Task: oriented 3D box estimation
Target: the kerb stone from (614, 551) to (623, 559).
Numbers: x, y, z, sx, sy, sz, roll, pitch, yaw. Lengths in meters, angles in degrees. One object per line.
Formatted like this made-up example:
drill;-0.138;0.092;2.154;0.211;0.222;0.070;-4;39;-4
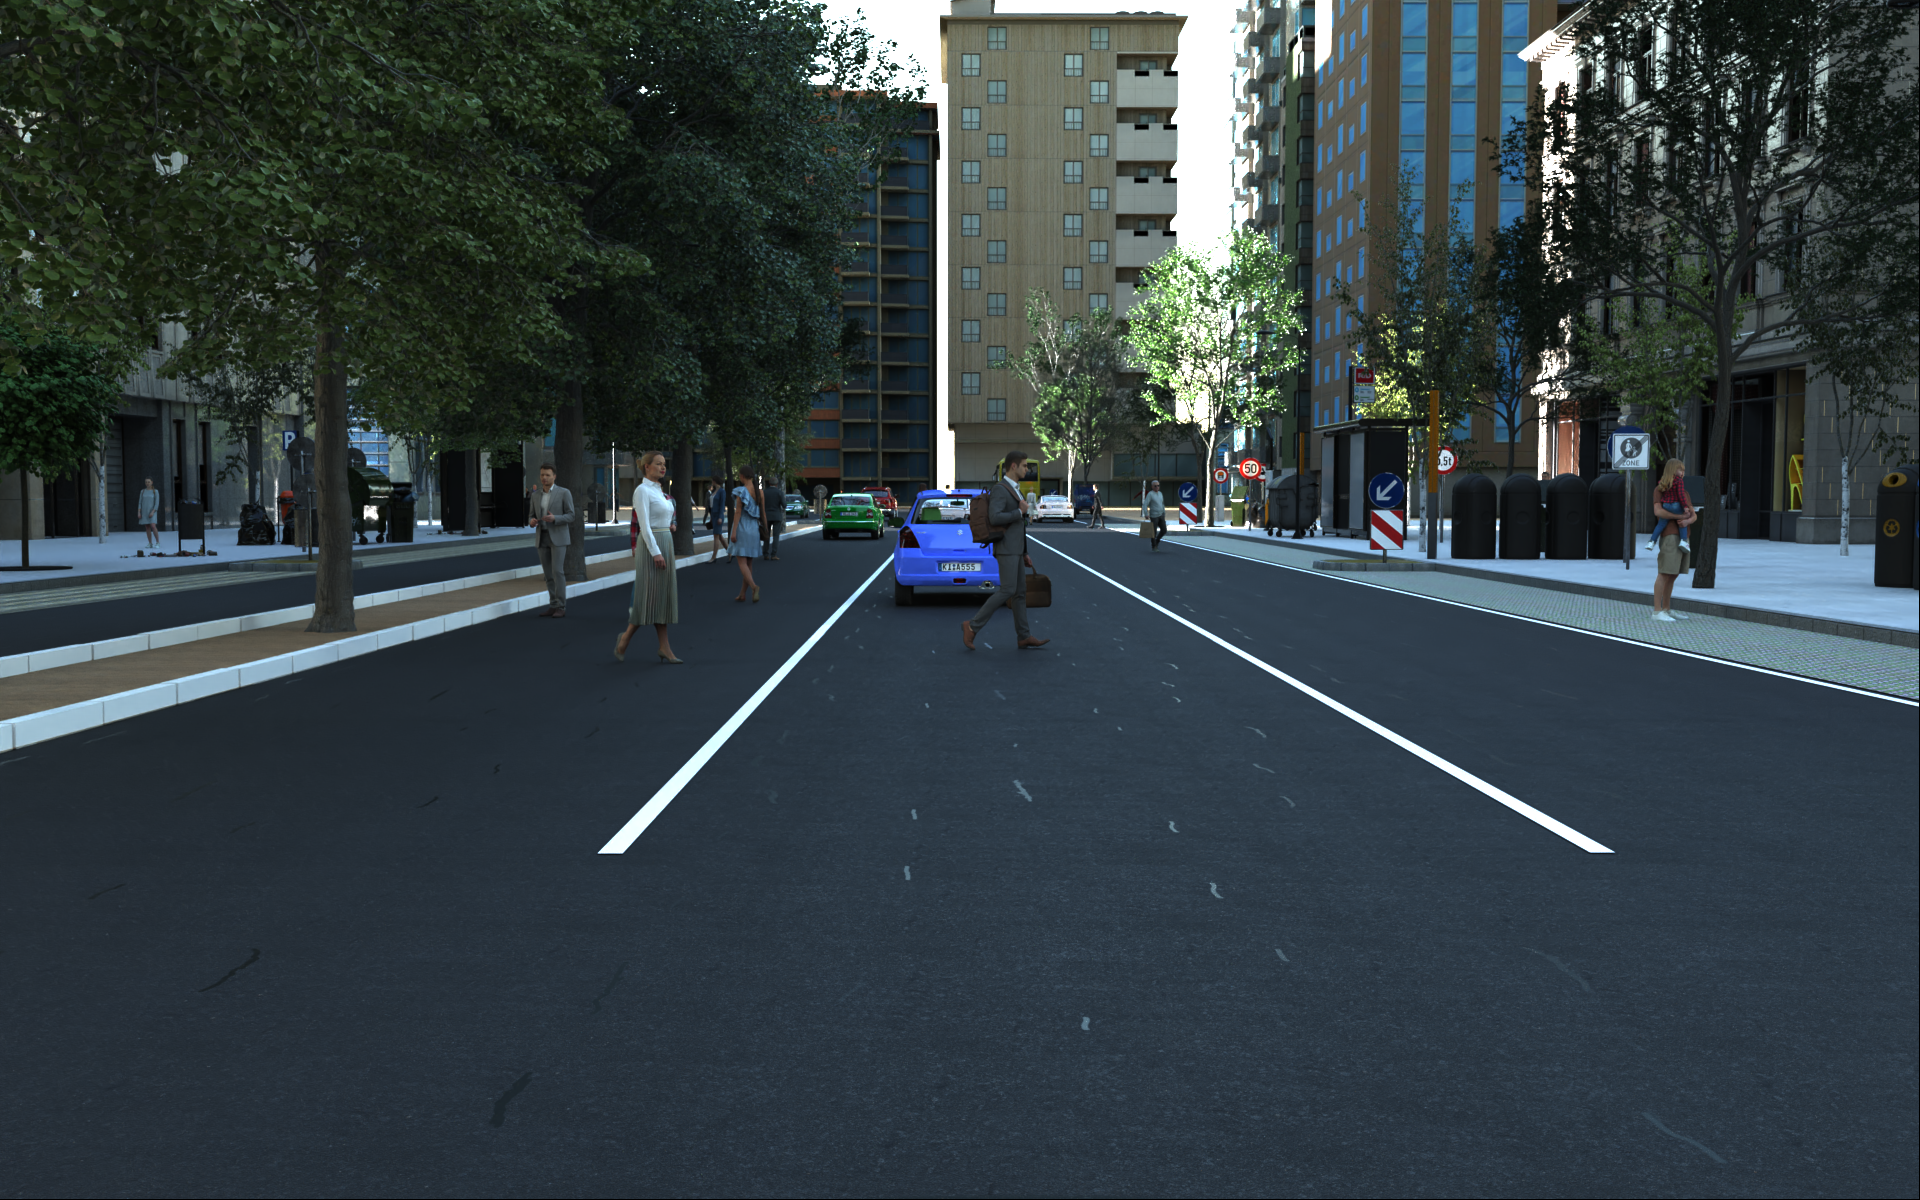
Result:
kerb stone;-7.588;-0.959;37.909;0.120;0.150;1.000;0;4;0

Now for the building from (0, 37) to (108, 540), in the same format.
building;-35.456;-14.092;34.928;19.350;26.468;34.151;0;4;0

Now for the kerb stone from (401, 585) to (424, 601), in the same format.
kerb stone;-7.526;-0.082;23.537;0.120;0.150;1.000;0;4;0

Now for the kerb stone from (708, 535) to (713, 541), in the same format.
kerb stone;-7.660;-1.838;52.250;0.120;0.150;1.000;0;4;0

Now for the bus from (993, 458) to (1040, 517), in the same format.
bus;3.677;-7.398;112.508;2.896;3.916;12.252;0;3;0

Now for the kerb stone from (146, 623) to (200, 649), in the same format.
kerb stone;-7.486;0.356;16.374;0.120;0.150;1.000;0;4;0

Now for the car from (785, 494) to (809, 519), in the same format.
car;-10.032;-5.582;103.067;2.131;1.459;4.920;0;4;0

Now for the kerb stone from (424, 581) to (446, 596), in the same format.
kerb stone;-7.532;-0.145;24.562;0.120;0.150;1.000;0;4;0

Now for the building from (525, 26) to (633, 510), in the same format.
building;-41.710;-31.530;135.128;30.456;49.044;23.786;0;4;0

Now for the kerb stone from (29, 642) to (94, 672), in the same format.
kerb stone;-7.492;0.484;14.326;0.120;0.150;1.000;0;4;0

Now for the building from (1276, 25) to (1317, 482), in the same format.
building;27.343;-20.744;110.868;14.160;30.474;14.107;0;4;0

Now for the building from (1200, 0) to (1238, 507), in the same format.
building;40.927;-53.484;187.138;31.000;86.520;22.319;0;4;0

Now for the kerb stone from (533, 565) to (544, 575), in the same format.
kerb stone;-7.553;-0.518;30.729;0.120;0.150;1.000;0;4;0

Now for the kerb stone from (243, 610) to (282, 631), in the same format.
kerb stone;-7.493;0.232;18.419;0.120;0.150;1.000;0;4;0

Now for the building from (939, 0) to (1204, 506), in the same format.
building;11.584;-36.847;191.685;27.495;52.752;28.713;0;4;0

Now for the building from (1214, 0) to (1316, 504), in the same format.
building;32.797;-31.374;132.566;23.786;49.044;30.456;0;4;0

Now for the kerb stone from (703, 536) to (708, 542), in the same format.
kerb stone;-7.648;-1.776;51.227;0.120;0.150;1.000;0;4;0

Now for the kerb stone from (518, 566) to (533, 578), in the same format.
kerb stone;-7.550;-0.459;29.701;0.120;0.150;1.000;0;4;0

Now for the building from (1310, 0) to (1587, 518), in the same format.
building;28.061;-27.289;96.291;14.600;45.320;14.200;0;4;0

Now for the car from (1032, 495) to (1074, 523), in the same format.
car;4.690;-4.599;87.563;2.083;1.381;4.827;0;4;-2

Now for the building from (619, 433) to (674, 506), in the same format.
building;-43.034;-30.682;193.527;23.993;40.220;32.217;0;4;0

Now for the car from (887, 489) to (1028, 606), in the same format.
car;-0.028;-0.855;23.565;1.945;1.707;3.694;0;4;-1

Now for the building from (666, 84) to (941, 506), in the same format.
building;-16.580;-32.633;188.179;28.867;44.769;22.147;0;4;0

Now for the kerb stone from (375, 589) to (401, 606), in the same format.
kerb stone;-7.523;-0.019;22.513;0.120;0.150;1.000;0;4;0

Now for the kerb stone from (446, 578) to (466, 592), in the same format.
kerb stone;-7.534;-0.205;25.595;0.120;0.150;1.000;0;4;0

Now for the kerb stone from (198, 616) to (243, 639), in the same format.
kerb stone;-7.496;0.294;17.397;0.120;0.150;1.000;0;4;0

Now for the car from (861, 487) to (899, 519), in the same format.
car;-4.420;-5.137;92.659;2.281;1.827;5.304;0;4;0

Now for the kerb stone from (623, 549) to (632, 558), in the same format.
kerb stone;-7.595;-1.024;38.934;0.120;0.150;1.000;0;4;0

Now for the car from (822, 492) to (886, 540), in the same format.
car;-3.416;-2.887;56.001;1.959;1.807;4.718;0;4;1

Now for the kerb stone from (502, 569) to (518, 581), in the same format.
kerb stone;-7.551;-0.393;28.673;0.120;0.150;1.000;0;4;0

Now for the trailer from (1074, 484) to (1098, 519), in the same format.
trailer;7.240;-5.752;101.094;1.471;1.999;3.904;0;4;1

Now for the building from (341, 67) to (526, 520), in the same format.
building;-37.859;-47.952;96.691;22.319;86.520;31.000;0;4;0

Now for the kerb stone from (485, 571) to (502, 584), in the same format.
kerb stone;-7.542;-0.333;27.645;0.120;0.150;1.000;0;4;0

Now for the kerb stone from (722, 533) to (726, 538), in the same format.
kerb stone;-7.665;-2.026;55.317;0.120;0.150;1.000;0;4;0

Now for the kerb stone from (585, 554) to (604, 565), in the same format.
kerb stone;-7.583;-0.835;35.854;0.120;0.150;1.000;0;4;0

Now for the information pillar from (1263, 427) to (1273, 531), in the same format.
information pillar;10.773;-4.223;60.399;0.183;3.616;0.504;-1;4;-10

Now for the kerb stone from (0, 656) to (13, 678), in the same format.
kerb stone;-7.478;0.545;13.290;0.120;0.150;1.000;0;4;0

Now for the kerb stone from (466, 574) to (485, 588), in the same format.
kerb stone;-7.535;-0.271;26.622;0.120;0.150;1.000;0;4;0

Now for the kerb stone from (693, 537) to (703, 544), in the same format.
kerb stone;-7.650;-1.713;50.205;0.120;0.150;1.000;0;4;0

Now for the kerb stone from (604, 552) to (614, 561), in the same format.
kerb stone;-7.583;-0.899;36.887;0.120;0.150;1.000;0;4;0

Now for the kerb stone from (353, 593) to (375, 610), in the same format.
kerb stone;-7.517;0.044;21.491;0.120;0.150;1.000;0;4;0

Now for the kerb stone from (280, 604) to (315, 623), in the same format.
kerb stone;-7.511;0.172;19.441;0.120;0.150;1.000;0;4;0

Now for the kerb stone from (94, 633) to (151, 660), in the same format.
kerb stone;-7.487;0.427;15.349;0.120;0.150;1.000;0;4;0

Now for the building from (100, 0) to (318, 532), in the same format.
building;-32.766;-14.950;62.463;12.078;24.808;19.932;0;4;0

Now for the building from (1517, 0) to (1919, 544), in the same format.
building;26.077;-12.991;63.312;10.553;20.767;40.483;0;4;0

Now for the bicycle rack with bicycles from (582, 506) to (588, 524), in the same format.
bicycle rack with bicycles;-17.258;-3.754;74.765;2.925;0.926;2.852;0;4;2
